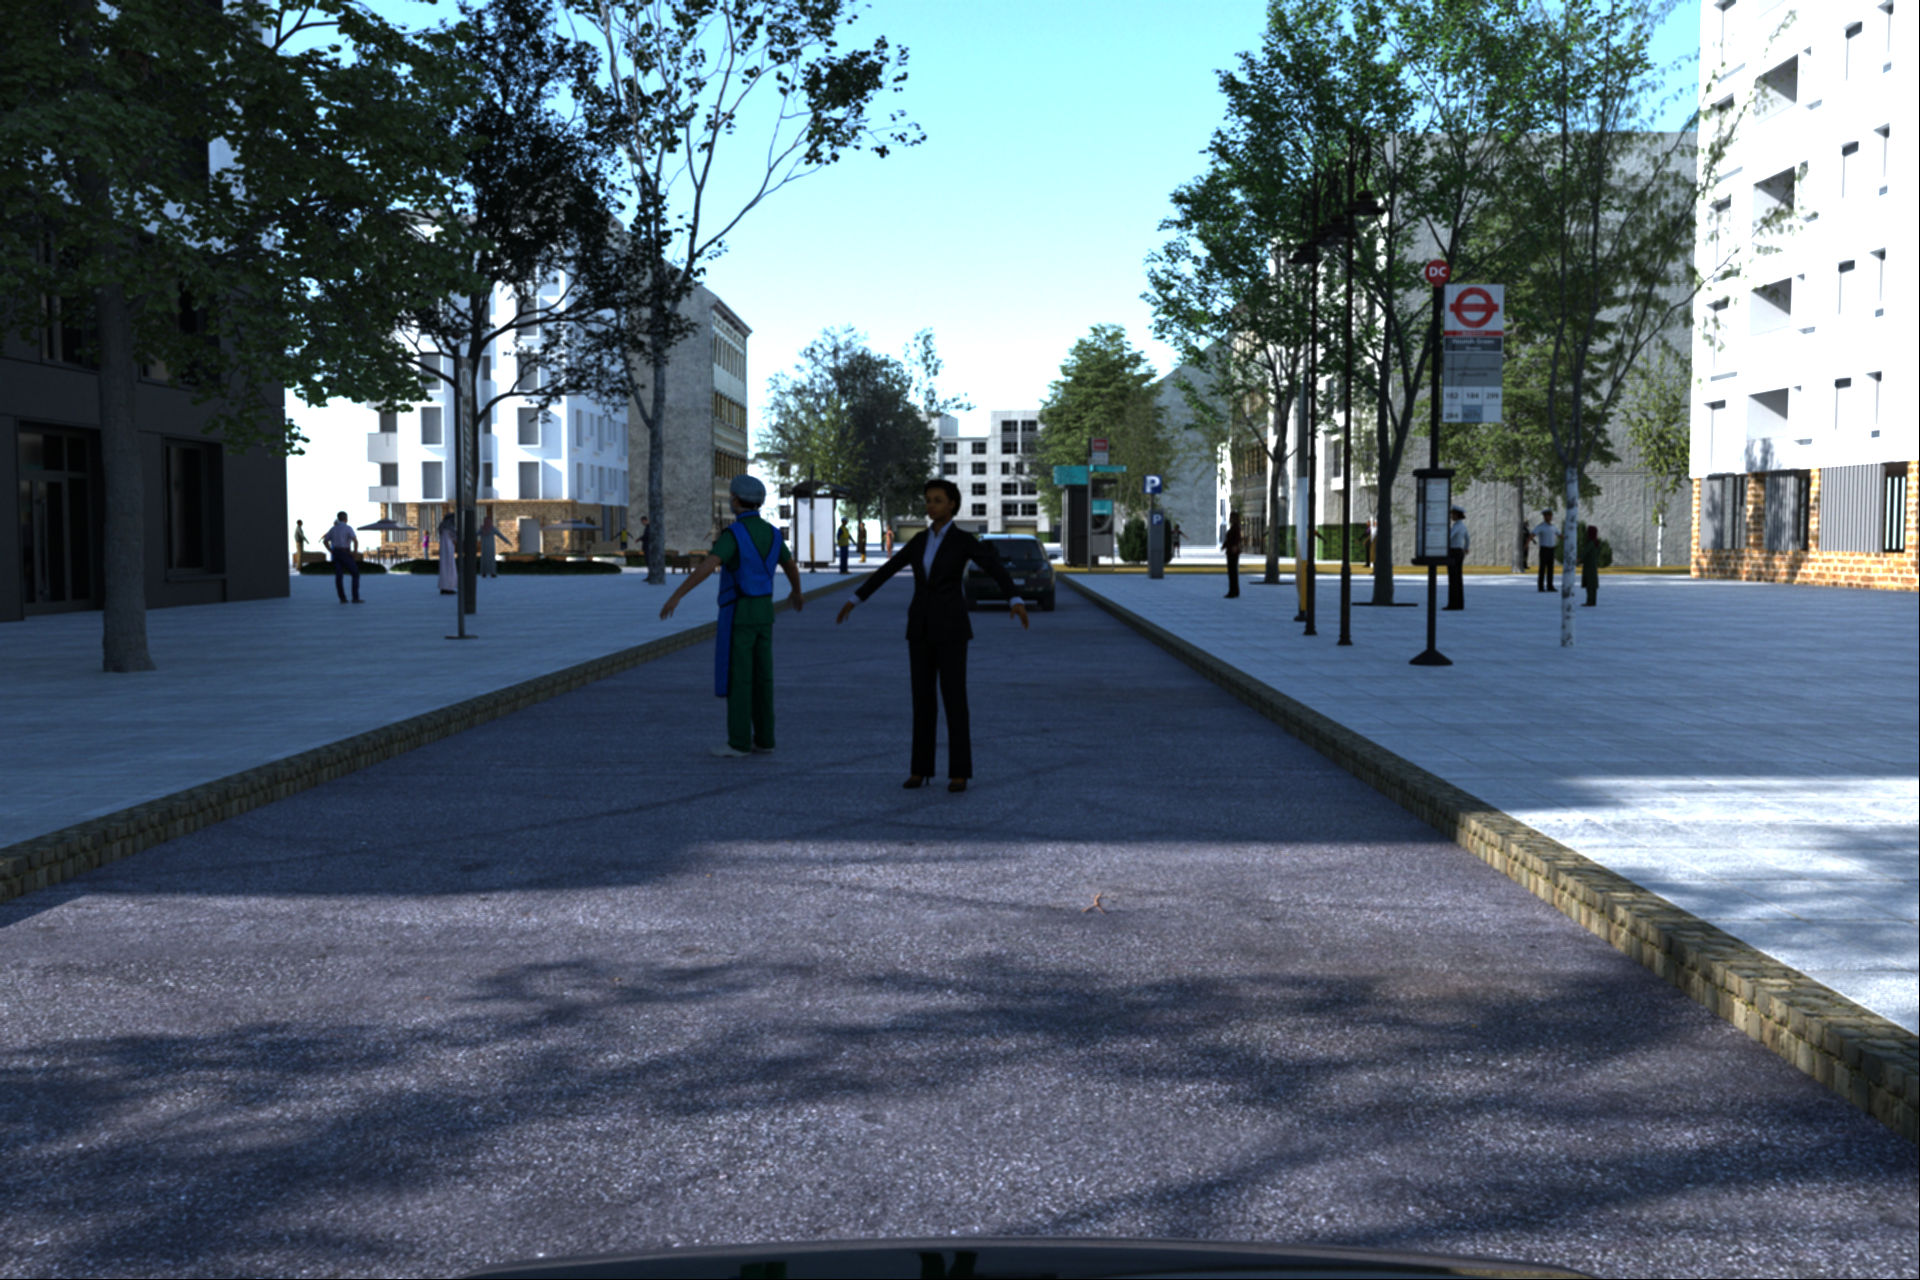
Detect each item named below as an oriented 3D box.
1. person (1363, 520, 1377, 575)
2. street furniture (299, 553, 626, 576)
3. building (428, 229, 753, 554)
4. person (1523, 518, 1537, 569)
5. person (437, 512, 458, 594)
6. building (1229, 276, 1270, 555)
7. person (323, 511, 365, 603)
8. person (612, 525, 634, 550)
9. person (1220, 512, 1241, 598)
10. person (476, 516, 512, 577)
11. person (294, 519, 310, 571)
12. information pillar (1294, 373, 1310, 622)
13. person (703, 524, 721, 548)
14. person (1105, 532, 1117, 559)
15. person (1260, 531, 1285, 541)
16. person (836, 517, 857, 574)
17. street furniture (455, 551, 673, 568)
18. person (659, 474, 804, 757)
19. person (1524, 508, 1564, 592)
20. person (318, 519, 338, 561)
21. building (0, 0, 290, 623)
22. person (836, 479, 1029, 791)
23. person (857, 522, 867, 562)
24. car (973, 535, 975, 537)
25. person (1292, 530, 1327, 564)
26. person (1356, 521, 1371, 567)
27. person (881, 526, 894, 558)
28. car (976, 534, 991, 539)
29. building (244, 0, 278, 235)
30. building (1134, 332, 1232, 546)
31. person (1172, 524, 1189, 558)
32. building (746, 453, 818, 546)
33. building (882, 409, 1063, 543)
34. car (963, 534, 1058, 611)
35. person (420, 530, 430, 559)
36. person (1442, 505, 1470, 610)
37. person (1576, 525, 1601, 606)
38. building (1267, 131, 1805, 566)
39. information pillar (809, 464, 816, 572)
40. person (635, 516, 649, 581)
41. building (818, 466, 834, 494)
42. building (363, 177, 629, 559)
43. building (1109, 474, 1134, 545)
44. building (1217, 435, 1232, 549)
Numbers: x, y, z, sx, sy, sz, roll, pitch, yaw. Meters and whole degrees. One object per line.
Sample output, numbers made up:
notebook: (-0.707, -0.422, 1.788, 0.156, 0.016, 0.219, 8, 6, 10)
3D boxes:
person: (12.907, -2.885, 53.938, 0.721, 1.736, 1.217, -1, 4, -17)
street furniture: (-15.661, -2.463, 55.894, 10.072, 0.657, 5.734, 0, 4, 5)
building: (-25.094, -17.670, 119.826, 19.493, 23.208, 18.063, 0, 3, 0)
person: (20.642, -3.517, 63.290, 1.354, 1.856, 0.705, -3, 5, -44)
person: (-10.868, -1.843, 36.850, 0.551, 1.740, 0.621, 3, 4, 36)
building: (27.802, -17.083, 110.234, 19.493, 23.208, 18.063, 0, 4, 1)
person: (-11.472, -1.550, 32.318, 0.756, 1.711, 0.436, 2, 4, 26)
person: (-18.445, -5.409, 94.897, 1.216, 1.772, 0.721, -2, 4, -28)
person: (5.394, -1.704, 34.669, 0.721, 1.729, 1.215, 0, 4, -3)
person: (-13.988, -2.767, 51.382, 1.347, 1.811, 0.704, 0, 4, -3)
person: (-23.099, -3.328, 60.681, 0.705, 1.796, 1.348, -3, 4, -37)
information pillar: (5.039, -2.087, 25.484, 0.183, 3.616, 0.504, 0, 4, 1)
person: (-12.623, -5.099, 89.498, 1.348, 1.813, 0.705, 0, 4, 5)
person: (7.788, -5.158, 90.526, 1.347, 1.806, 0.705, 1, 4, 14)
person: (16.602, -5.269, 92.077, 1.347, 1.837, 0.705, 1, 4, 14)
person: (-3.670, -3.016, 55.283, 0.705, 1.833, 1.349, 1, 4, 21)
street furniture: (-14.786, -3.150, 67.127, 10.072, 0.657, 5.734, -3, 5, -40)
person: (-1.405, -0.163, 11.247, 0.704, 1.817, 1.347, 2, 4, 33)
person: (13.069, -2.001, 38.509, 1.343, 1.855, 0.704, -1, 4, -19)
person: (-22.737, -3.503, 63.132, 1.347, 1.847, 0.705, 0, 4, -7)
building: (-27.913, -10.687, 18.714, 27.936, 21.610, 32.646, 0, 4, 1)
person: (-0.152, -0.030, 9.665, 1.216, 1.740, 0.721, 2, 4, 29)
person: (-4.420, -4.420, 78.398, 0.704, 1.812, 1.346, -1, 4, -15)
car: (0.585, -8.299, 147.695, 2.014, 1.417, 4.499, 0, 4, 1)
person: (13.984, -3.889, 69.348, 1.354, 1.858, 0.705, 1, 4, 17)
person: (15.795, -3.710, 66.888, 0.704, 1.802, 1.346, -2, 4, -24)
person: (-3.803, -5.188, 91.620, 0.721, 1.733, 1.217, -2, 4, -33)
car: (1.593, -5.458, 99.465, 2.015, 1.641, 3.980, 0, 4, 0)
building: (-25.167, -11.086, 37.677, 16.016, 20.090, 11.380, 0, 4, 1)
building: (29.286, -21.999, 190.605, 19.493, 23.208, 18.063, 0, 4, 1)
person: (11.768, -5.383, 94.149, 1.345, 1.843, 0.704, 1, 4, 16)
building: (-20.219, -15.346, 193.053, 9.099, 9.664, 28.070, 0, 4, 1)
building: (5.629, -23.481, 252.834, 31.486, 18.905, 16.747, 1, 4, 10)
car: (0.933, -1.460, 33.660, 2.009, 1.686, 4.222, 0, 4, 0)
person: (-21.077, -3.604, 68.192, 0.599, 1.433, 0.991, 0, 4, -4)
person: (8.313, -1.395, 29.277, 0.721, 1.778, 1.216, 3, 5, 41)
person: (11.188, -1.325, 30.874, 0.599, 1.438, 0.989, 3, 5, 39)
building: (26.012, -13.365, 84.977, 16.747, 18.905, 31.486, 0, 4, 1)
information pillar: (-4.955, -4.080, 58.068, 0.183, 3.616, 0.504, 0, 4, 3)
person: (-8.562, -2.479, 47.028, 0.568, 1.767, 0.683, -2, 4, -31)
building: (-20.743, -17.195, 223.281, 9.099, 9.664, 28.070, 0, 4, 1)
building: (-25.328, -14.407, 91.969, 16.016, 20.090, 11.380, 0, 4, 2)
building: (26.183, -21.800, 222.889, 16.747, 18.905, 31.486, 0, 4, 1)
building: (26.561, -11.858, 136.026, 9.099, 9.664, 28.070, 0, 4, 1)
